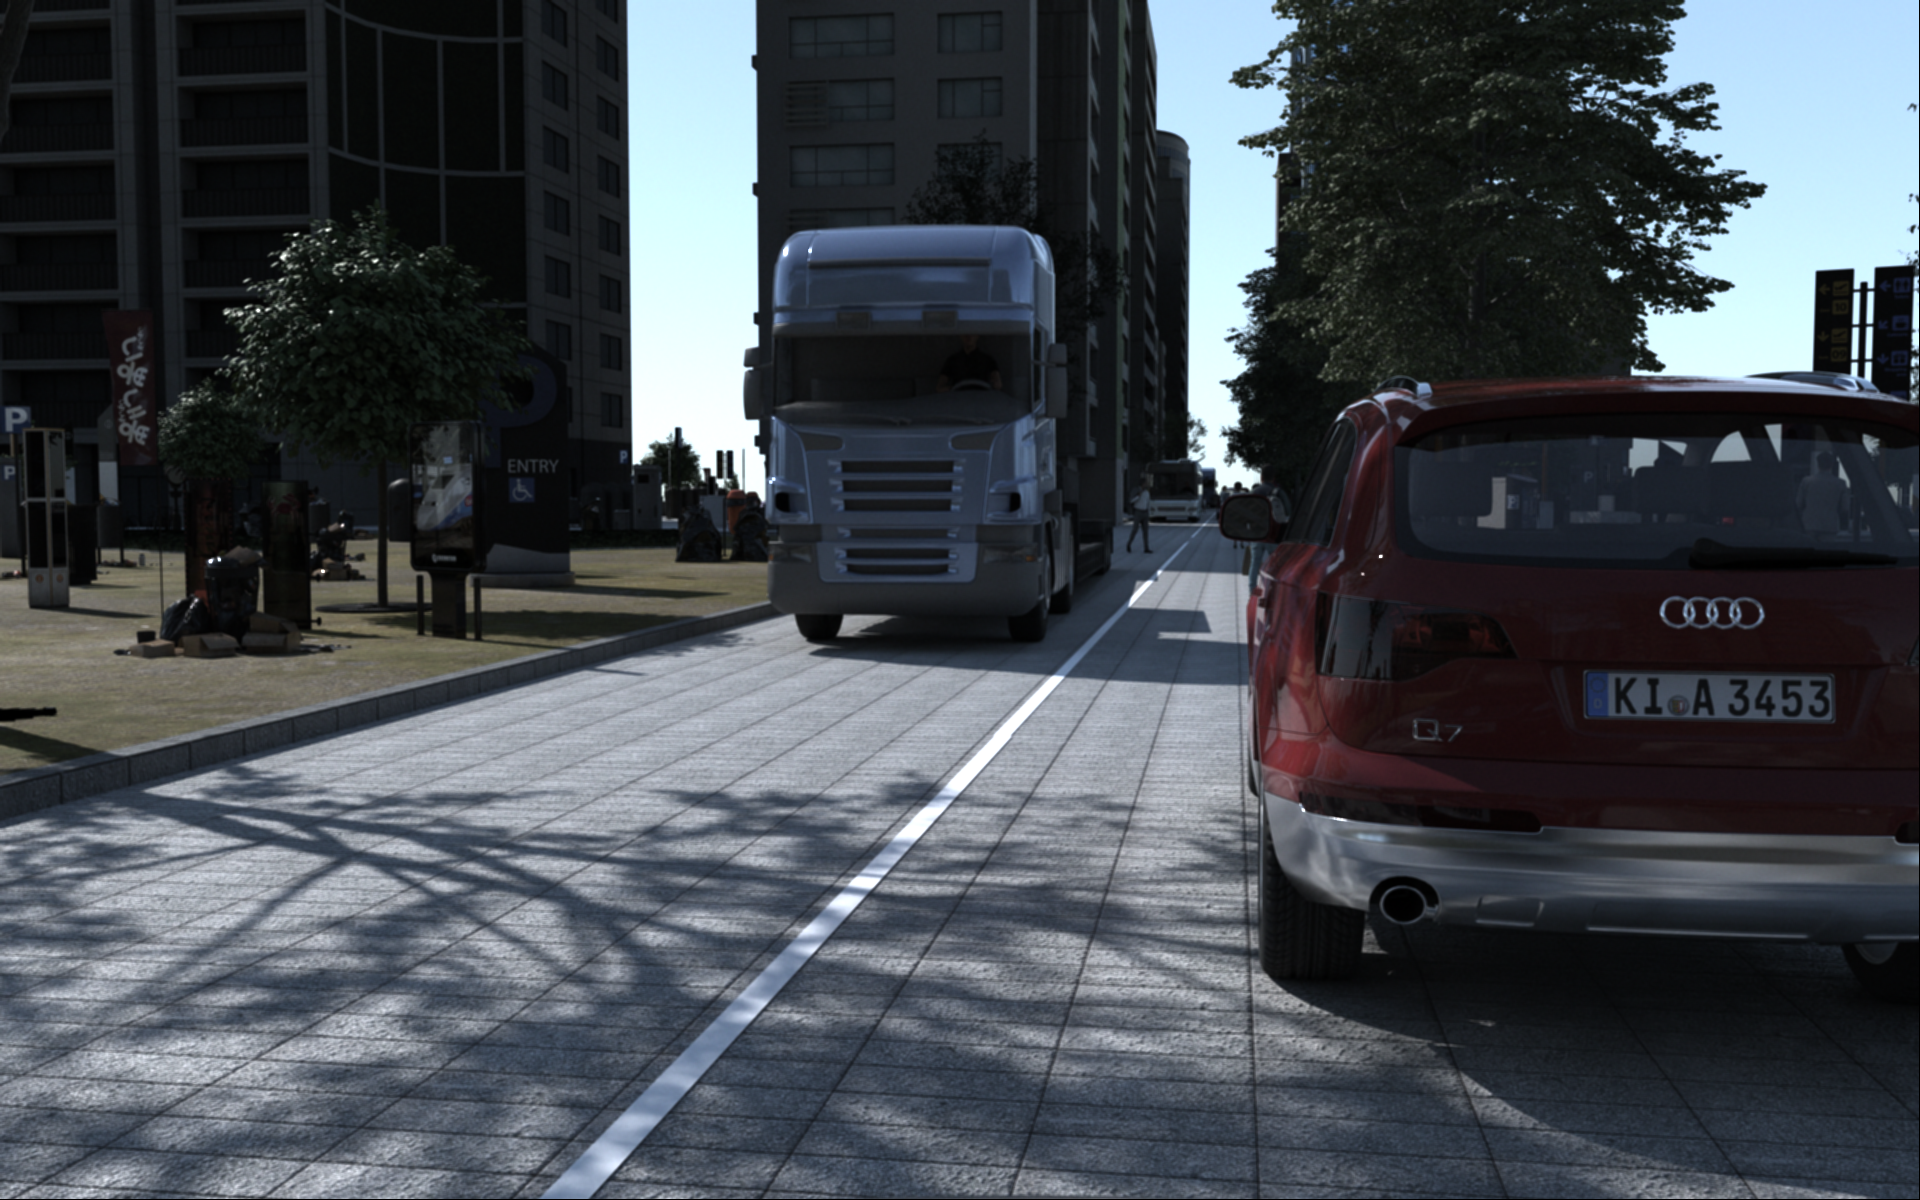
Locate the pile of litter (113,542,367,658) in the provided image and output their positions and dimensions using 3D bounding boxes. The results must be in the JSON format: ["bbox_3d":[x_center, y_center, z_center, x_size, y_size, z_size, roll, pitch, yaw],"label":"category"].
[{"bbox_3d":[-5.888,-0.006,14.061,1.719,0.858,1.176,0,4,-1],"label":"pile of litter"}]

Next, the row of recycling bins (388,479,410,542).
[{"bbox_3d":[-14.079,-2.488,47.799,3.534,1.692,1.069,-3,5,-44],"label":"row of recycling bins"}]

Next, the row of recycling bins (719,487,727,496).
[{"bbox_3d":[-16.154,-6.111,107.026,3.534,1.692,1.069,-1,4,-21],"label":"row of recycling bins"}]

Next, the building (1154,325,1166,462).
[{"bbox_3d":[8.294,-21.226,192.079,27.650,21.520,28.899,1,4,9],"label":"building"}]

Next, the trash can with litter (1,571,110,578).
[{"bbox_3d":[-14.067,-0.979,27.066,1.678,1.210,2.233,1,4,14],"label":"trash can with litter"}]

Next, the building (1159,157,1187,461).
[{"bbox_3d":[21.899,-38.478,252.810,21.300,48.544,21.600,1,4,9],"label":"building"}]

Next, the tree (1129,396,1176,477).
[{"bbox_3d":[13.916,-10.997,130.166,4.360,8.622,3.978,0,3,0],"label":"tree"}]

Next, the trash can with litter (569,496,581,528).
[{"bbox_3d":[-15.159,-3.379,66.305,2.233,1.210,1.678,0,4,7],"label":"trash can with litter"}]

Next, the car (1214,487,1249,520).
[{"bbox_3d":[15.393,-5.398,96.931,2.281,1.827,5.304,0,4,8],"label":"car"}]

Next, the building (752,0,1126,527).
[{"bbox_3d":[-0.315,-23.917,74.640,14.154,41.232,14.086,1,4,9],"label":"building"}]

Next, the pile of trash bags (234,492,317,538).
[{"bbox_3d":[-20.837,-2.619,52.569,1.912,1.369,3.447,1,4,19],"label":"pile of trash bags"}]

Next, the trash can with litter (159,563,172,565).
[{"bbox_3d":[-15.402,-1.214,30.898,2.233,1.210,1.678,1,4,17],"label":"trash can with litter"}]

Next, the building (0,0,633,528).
[{"bbox_3d":[-27.607,-38.863,73.663,20.611,71.187,20.563,1,4,9],"label":"building"}]

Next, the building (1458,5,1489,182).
[{"bbox_3d":[46.005,-53.471,186.914,22.319,86.520,31.000,1,4,9],"label":"building"}]

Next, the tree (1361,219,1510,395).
[{"bbox_3d":[11.599,-5.681,43.247,4.360,8.622,3.978,0,3,0],"label":"tree"}]

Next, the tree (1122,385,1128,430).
[{"bbox_3d":[7.633,-8.981,97.195,4.737,8.622,4.395,0,3,0],"label":"tree"}]

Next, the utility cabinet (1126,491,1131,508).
[{"bbox_3d":[11.833,-6.654,117.463,0.318,1.500,1.173,-3,5,-43],"label":"utility cabinet"}]

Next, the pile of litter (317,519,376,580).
[{"bbox_3d":[-9.578,-0.735,25.986,1.719,0.858,1.176,3,5,40],"label":"pile of litter"}]

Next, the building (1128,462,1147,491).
[{"bbox_3d":[5.883,-43.146,143.682,20.563,71.187,20.611,1,4,9],"label":"building"}]

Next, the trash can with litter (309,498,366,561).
[{"bbox_3d":[-12.190,-1.377,33.564,2.233,1.210,1.678,1,4,22],"label":"trash can with litter"}]

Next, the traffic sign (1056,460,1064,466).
[{"bbox_3d":[3.308,-3.474,58.991,0.795,2.593,0.064,1,4,9],"label":"traffic sign"}]

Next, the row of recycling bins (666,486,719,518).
[{"bbox_3d":[-14.771,-5.357,94.707,1.069,1.692,3.534,2,4,27],"label":"row of recycling bins"}]

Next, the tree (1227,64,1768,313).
[{"bbox_3d":[7.990,-6.613,26.245,7.486,12.596,7.792,0,3,0],"label":"tree"}]

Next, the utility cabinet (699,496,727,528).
[{"bbox_3d":[-9.472,-3.389,66.566,1.020,1.237,0.306,1,4,8],"label":"utility cabinet"}]

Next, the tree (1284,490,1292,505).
[{"bbox_3d":[26.033,-8.707,136.957,1.663,3.219,1.824,0,3,0],"label":"tree"}]

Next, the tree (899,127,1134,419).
[{"bbox_3d":[-0.047,-6.755,44.863,8.767,10.594,7.601,-1,4,-14],"label":"tree"}]

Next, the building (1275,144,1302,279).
[{"bbox_3d":[47.261,-34.914,220.948,14.600,45.320,14.200,1,4,9],"label":"building"}]

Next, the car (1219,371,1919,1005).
[{"bbox_3d":[2.119,0.133,6.503,2.281,1.827,5.304,1,4,9],"label":"car"}]

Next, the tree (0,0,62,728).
[{"bbox_3d":[-5.732,-5.129,9.610,9.928,11.665,9.643,0,3,0],"label":"tree"}]

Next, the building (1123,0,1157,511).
[{"bbox_3d":[7.523,-33.146,165.638,21.300,48.544,21.600,1,4,9],"label":"building"}]

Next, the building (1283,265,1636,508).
[{"bbox_3d":[43.594,-19.119,157.641,27.650,21.520,28.899,1,4,9],"label":"building"}]

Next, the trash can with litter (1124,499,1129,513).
[{"bbox_3d":[11.467,-6.401,116.051,0.624,1.170,1.055,3,4,39],"label":"trash can with litter"}]

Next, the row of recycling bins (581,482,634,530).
[{"bbox_3d":[-12.270,-3.371,62.230,1.069,1.692,3.534,2,4,26],"label":"row of recycling bins"}]

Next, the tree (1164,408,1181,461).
[{"bbox_3d":[26.073,-17.331,209.114,9.928,11.665,9.643,0,3,0],"label":"tree"}]

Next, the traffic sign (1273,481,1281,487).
[{"bbox_3d":[23.746,-7.910,129.433,0.768,2.556,0.104,1,4,17],"label":"traffic sign"}]

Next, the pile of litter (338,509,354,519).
[{"bbox_3d":[-17.008,-2.126,48.719,1.176,0.858,1.719,0,4,6],"label":"pile of litter"}]

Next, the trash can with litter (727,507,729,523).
[{"bbox_3d":[-10.343,-3.964,75.874,2.233,1.210,1.678,0,4,6],"label":"trash can with litter"}]

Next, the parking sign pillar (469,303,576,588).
[{"bbox_3d":[-6.124,-2.181,24.138,1.447,3.967,1.447,-1,4,-14],"label":"parking sign pillar"}]

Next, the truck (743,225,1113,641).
[{"bbox_3d":[0.538,-2.087,23.888,2.967,4.110,18.799,0,4,7],"label":"truck"}]

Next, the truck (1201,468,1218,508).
[{"bbox_3d":[26.005,-11.823,183.063,2.967,4.110,18.799,1,4,10],"label":"truck"}]

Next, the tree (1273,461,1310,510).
[{"bbox_3d":[25.120,-9.148,133.276,4.285,4.588,4.351,0,3,0],"label":"tree"}]

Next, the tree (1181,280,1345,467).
[{"bbox_3d":[16.780,-9.544,81.797,9.928,11.665,9.643,0,3,0],"label":"tree"}]

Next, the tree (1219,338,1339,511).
[{"bbox_3d":[20.609,-11.555,105.929,9.611,12.733,9.660,0,3,0],"label":"tree"}]

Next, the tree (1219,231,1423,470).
[{"bbox_3d":[15.116,-9.921,68.870,9.857,13.997,8.962,0,3,0],"label":"tree"}]

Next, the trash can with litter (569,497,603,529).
[{"bbox_3d":[-10.185,-2.167,46.816,1.055,1.170,0.624,1,4,10],"label":"trash can with litter"}]

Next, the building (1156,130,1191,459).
[{"bbox_3d":[25.701,-44.968,277.226,21.231,58.520,28.212,1,4,9],"label":"building"}]

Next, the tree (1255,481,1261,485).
[{"bbox_3d":[43.131,-15.591,249.518,1.663,3.219,1.824,0,3,0],"label":"tree"}]

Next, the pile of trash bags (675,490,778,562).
[{"bbox_3d":[-4.575,-1.495,34.196,1.912,1.369,3.447,0,4,-1],"label":"pile of trash bags"}]
